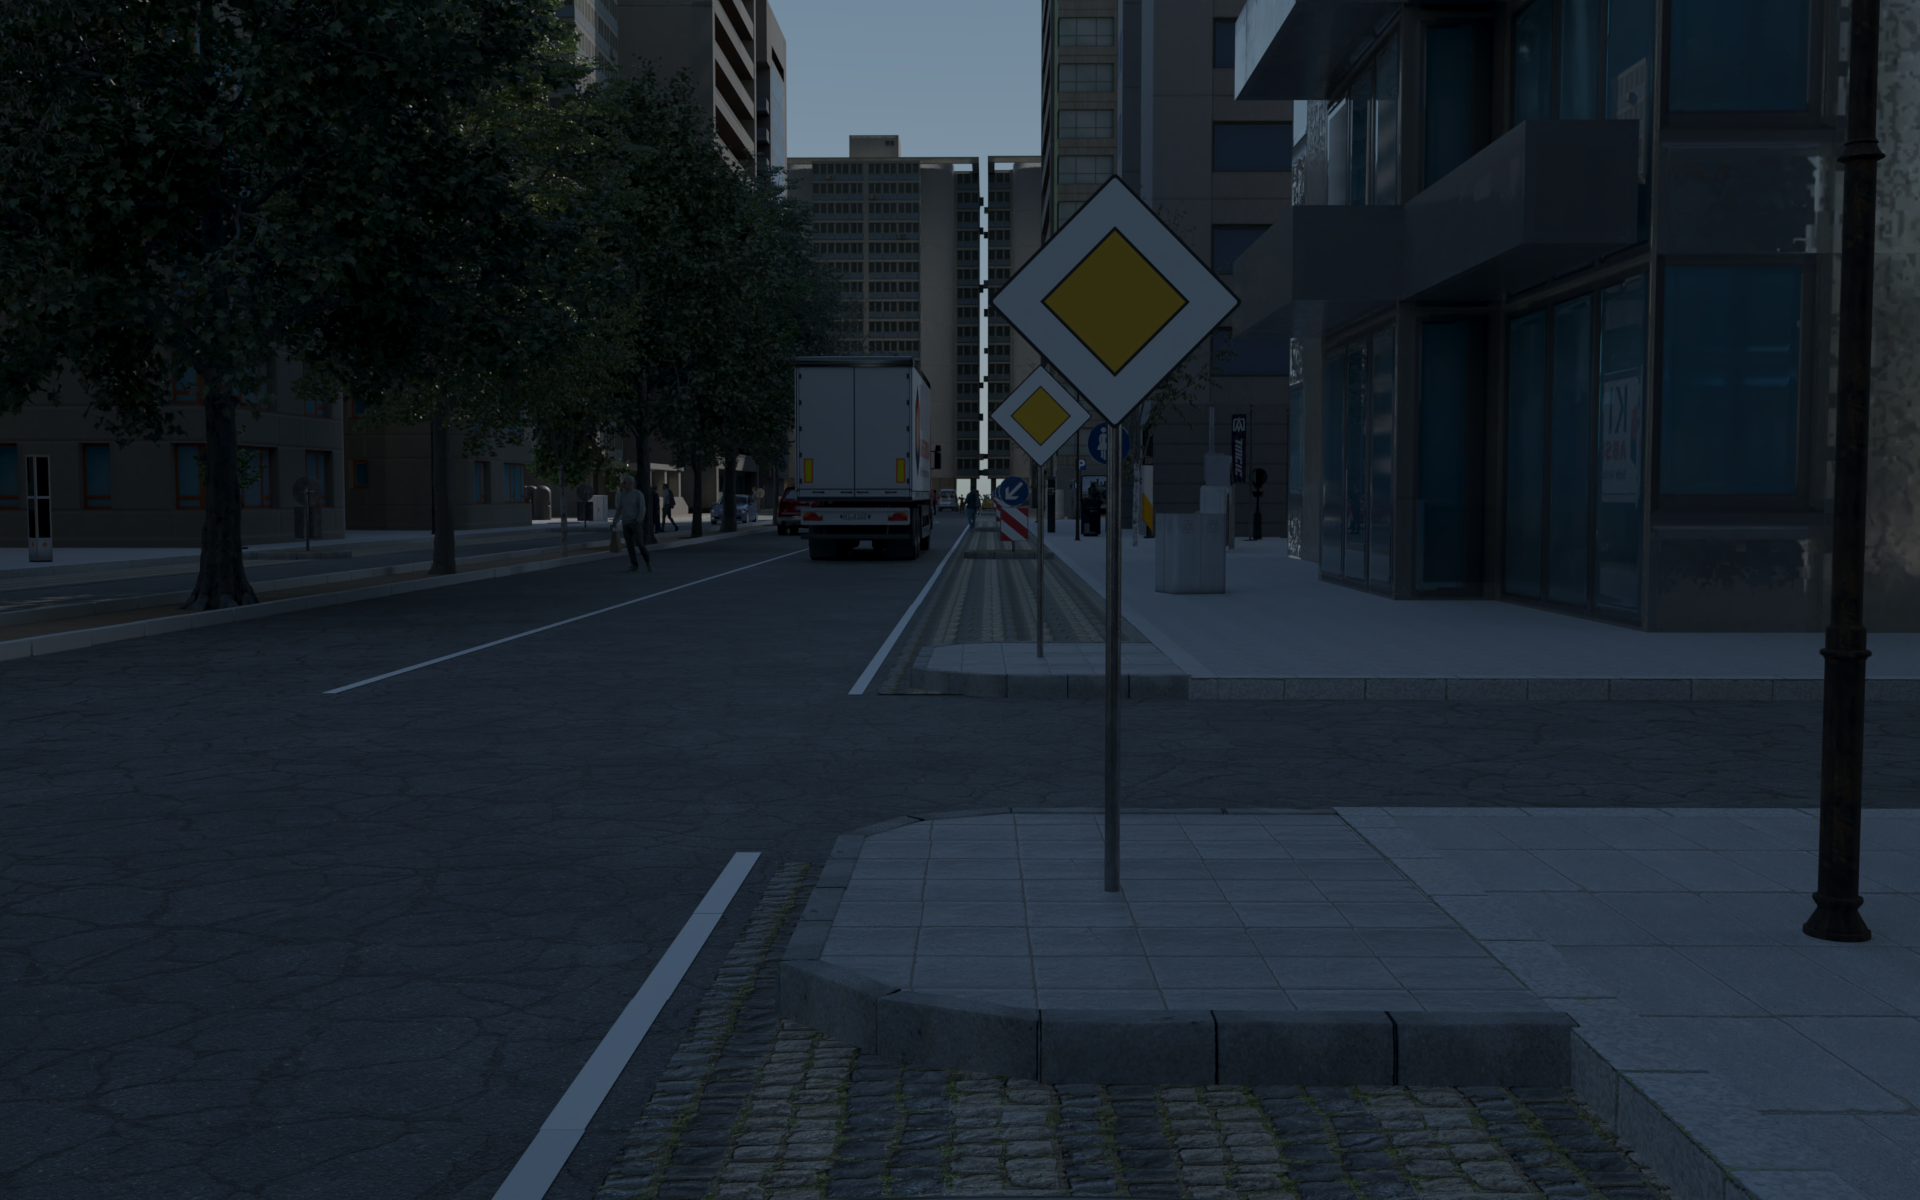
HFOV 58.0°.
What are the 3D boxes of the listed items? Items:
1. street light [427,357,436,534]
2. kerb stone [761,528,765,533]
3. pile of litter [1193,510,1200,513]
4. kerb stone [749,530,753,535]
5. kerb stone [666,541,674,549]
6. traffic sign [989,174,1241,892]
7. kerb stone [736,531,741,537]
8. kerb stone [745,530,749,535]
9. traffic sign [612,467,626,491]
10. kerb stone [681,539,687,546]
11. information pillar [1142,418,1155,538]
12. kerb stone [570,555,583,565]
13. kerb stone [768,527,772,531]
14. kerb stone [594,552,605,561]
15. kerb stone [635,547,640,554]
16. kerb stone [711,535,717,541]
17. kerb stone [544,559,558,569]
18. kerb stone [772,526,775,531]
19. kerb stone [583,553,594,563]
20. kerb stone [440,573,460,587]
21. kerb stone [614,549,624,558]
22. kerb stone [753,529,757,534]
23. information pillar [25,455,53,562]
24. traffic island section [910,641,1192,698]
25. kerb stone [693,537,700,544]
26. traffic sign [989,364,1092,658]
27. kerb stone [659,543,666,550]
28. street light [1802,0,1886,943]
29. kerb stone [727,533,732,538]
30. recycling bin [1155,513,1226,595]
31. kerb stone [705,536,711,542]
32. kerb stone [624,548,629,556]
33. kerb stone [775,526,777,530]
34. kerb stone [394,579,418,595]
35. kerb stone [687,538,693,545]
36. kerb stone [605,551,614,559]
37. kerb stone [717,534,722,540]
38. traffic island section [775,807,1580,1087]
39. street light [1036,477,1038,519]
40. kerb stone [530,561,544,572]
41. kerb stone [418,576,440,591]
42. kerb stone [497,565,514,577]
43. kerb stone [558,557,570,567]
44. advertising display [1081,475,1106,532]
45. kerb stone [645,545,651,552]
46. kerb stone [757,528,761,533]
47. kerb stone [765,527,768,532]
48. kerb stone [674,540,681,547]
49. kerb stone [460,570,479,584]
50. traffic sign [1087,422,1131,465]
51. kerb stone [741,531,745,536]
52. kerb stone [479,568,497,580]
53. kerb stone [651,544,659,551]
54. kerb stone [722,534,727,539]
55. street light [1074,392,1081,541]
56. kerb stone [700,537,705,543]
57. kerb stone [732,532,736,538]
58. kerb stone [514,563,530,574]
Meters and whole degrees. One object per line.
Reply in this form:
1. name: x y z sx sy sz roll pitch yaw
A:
1. street light: -16.756 -5.027 54.976 0.468 5.910 1.993 0 4 1
2. kerb stone: -7.432 -2.554 63.961 0.120 0.150 1.000 0 4 1
3. pile of litter: 6.184 -1.919 45.346 1.719 0.858 1.176 2 4 31
4. kerb stone: -7.479 -2.367 60.889 0.120 0.150 1.000 0 4 1
5. kerb stone: -7.746 -1.425 45.531 0.120 0.150 1.000 0 4 1
6. traffic sign: 0.489 -0.116 5.542 0.795 2.450 0.064 0 4 1
7. kerb stone: -7.535 -2.178 57.819 0.120 0.150 1.000 0 4 1
8. kerb stone: -7.493 -2.301 59.867 0.120 0.150 1.000 0 4 1
9. traffic sign: -15.962 -4.942 80.911 0.768 2.556 0.104 1 4 9
10. kerb stone: -7.709 -1.553 47.581 0.120 0.150 1.000 0 4 1
11. information pillar: 5.431 -3.592 50.084 0.183 3.616 0.504 3 4 37
12. kerb stone: -7.919 -0.800 35.280 0.120 0.150 1.000 0 4 1
13. kerb stone: -7.396 -2.680 66.011 0.120 0.150 1.000 0 4 1
14. kerb stone: -7.887 -0.923 37.329 0.120 0.150 1.000 0 4 1
15. kerb stone: -7.821 -1.177 41.442 0.120 0.150 1.000 0 4 1
16. kerb stone: -7.623 -1.866 52.701 0.120 0.150 1.000 0 4 1
17. kerb stone: -7.957 -0.669 33.233 0.120 0.150 1.000 0 4 1
18. kerb stone: -7.379 -2.741 67.040 0.120 0.150 1.000 0 4 1
19. kerb stone: -7.903 -0.857 36.302 0.120 0.150 1.000 0 4 1
20. kerb stone: -8.069 -0.300 27.097 0.120 0.150 1.000 0 4 1
21. kerb stone: -7.855 -1.050 39.379 0.120 0.150 1.000 0 4 1
22. kerb stone: -7.470 -2.426 61.911 0.120 0.150 1.000 0 4 1
23. information pillar: -17.327 -1.719 32.592 0.304 2.012 0.304 2 4 33
24. traffic island section: 0.650 0.531 13.603 2.009 0.180 2.903 0 4 1
25. kerb stone: -7.676 -1.678 49.629 0.120 0.150 1.000 0 4 1
26. traffic sign: 0.626 -0.604 13.526 0.795 2.450 0.064 0 4 1
27. kerb stone: -7.764 -1.365 44.509 0.120 0.150 1.000 0 4 1
28. street light: 2.552 -1.962 4.862 0.468 5.910 1.993 0 4 1
29. kerb stone: -7.573 -2.054 55.774 0.120 0.150 1.000 0 4 1
30. recycling bin: 2.991 -0.609 22.506 0.722 1.027 0.722 -1 4 -15
31. kerb stone: -7.645 -1.803 51.674 0.120 0.150 1.000 0 4 1
32. kerb stone: -7.834 -1.112 40.412 0.120 0.150 1.000 0 4 1
33. kerb stone: -7.362 -2.803 68.066 0.120 0.150 1.000 0 4 1
34. kerb stone: -8.100 -0.174 25.043 0.120 0.150 1.000 0 4 1
35. kerb stone: -7.701 -1.615 48.607 0.120 0.150 1.000 0 4 1
36. kerb stone: -7.876 -0.988 38.351 0.120 0.150 1.000 0 4 1
37. kerb stone: -7.614 -1.920 53.724 0.120 0.150 1.000 0 4 1
38. traffic island section: 0.512 1.019 5.619 2.009 0.180 2.903 0 4 1
39. street light: 3.937 -7.022 87.595 0.468 5.910 1.993 0 4 1
40. kerb stone: -7.979 -0.612 32.210 0.120 0.150 1.000 0 4 1
41. kerb stone: -8.084 -0.237 26.075 0.120 0.150 1.000 0 4 1
42. kerb stone: -8.008 -0.487 30.164 0.120 0.150 1.000 0 4 1
43. kerb stone: -7.939 -0.736 34.258 0.120 0.150 1.000 0 4 1
44. advertising display: 4.556 -3.260 58.522 0.974 1.923 0.123 2 4 30
45. kerb stone: -7.798 -1.235 42.465 0.120 0.150 1.000 0 4 1
46. kerb stone: -7.441 -2.492 62.933 0.120 0.150 1.000 0 4 1
47. kerb stone: -7.411 -2.617 64.989 0.120 0.150 1.000 0 4 1
48. kerb stone: -7.726 -1.486 46.553 0.120 0.150 1.000 0 4 1
49. kerb stone: -8.055 -0.360 28.120 0.120 0.150 1.000 0 4 1
50. traffic sign: 2.625 -1.864 30.583 0.768 2.556 0.104 0 4 8
51. kerb stone: -7.518 -2.241 58.841 0.120 0.150 1.000 0 4 1
52. kerb stone: -8.037 -0.422 29.142 0.120 0.150 1.000 0 4 1
53. kerb stone: -7.785 -1.302 43.487 0.120 0.150 1.000 0 4 1
54. kerb stone: -7.592 -1.987 54.751 0.120 0.150 1.000 0 4 1
55. street light: 3.239 -4.573 47.564 0.468 5.910 1.993 0 4 1
56. kerb stone: -7.660 -1.737 50.652 0.120 0.150 1.000 0 4 1
57. kerb stone: -7.546 -2.113 56.797 0.120 0.150 1.000 0 4 1
58. kerb stone: -7.991 -0.547 31.188 0.120 0.150 1.000 0 4 1
